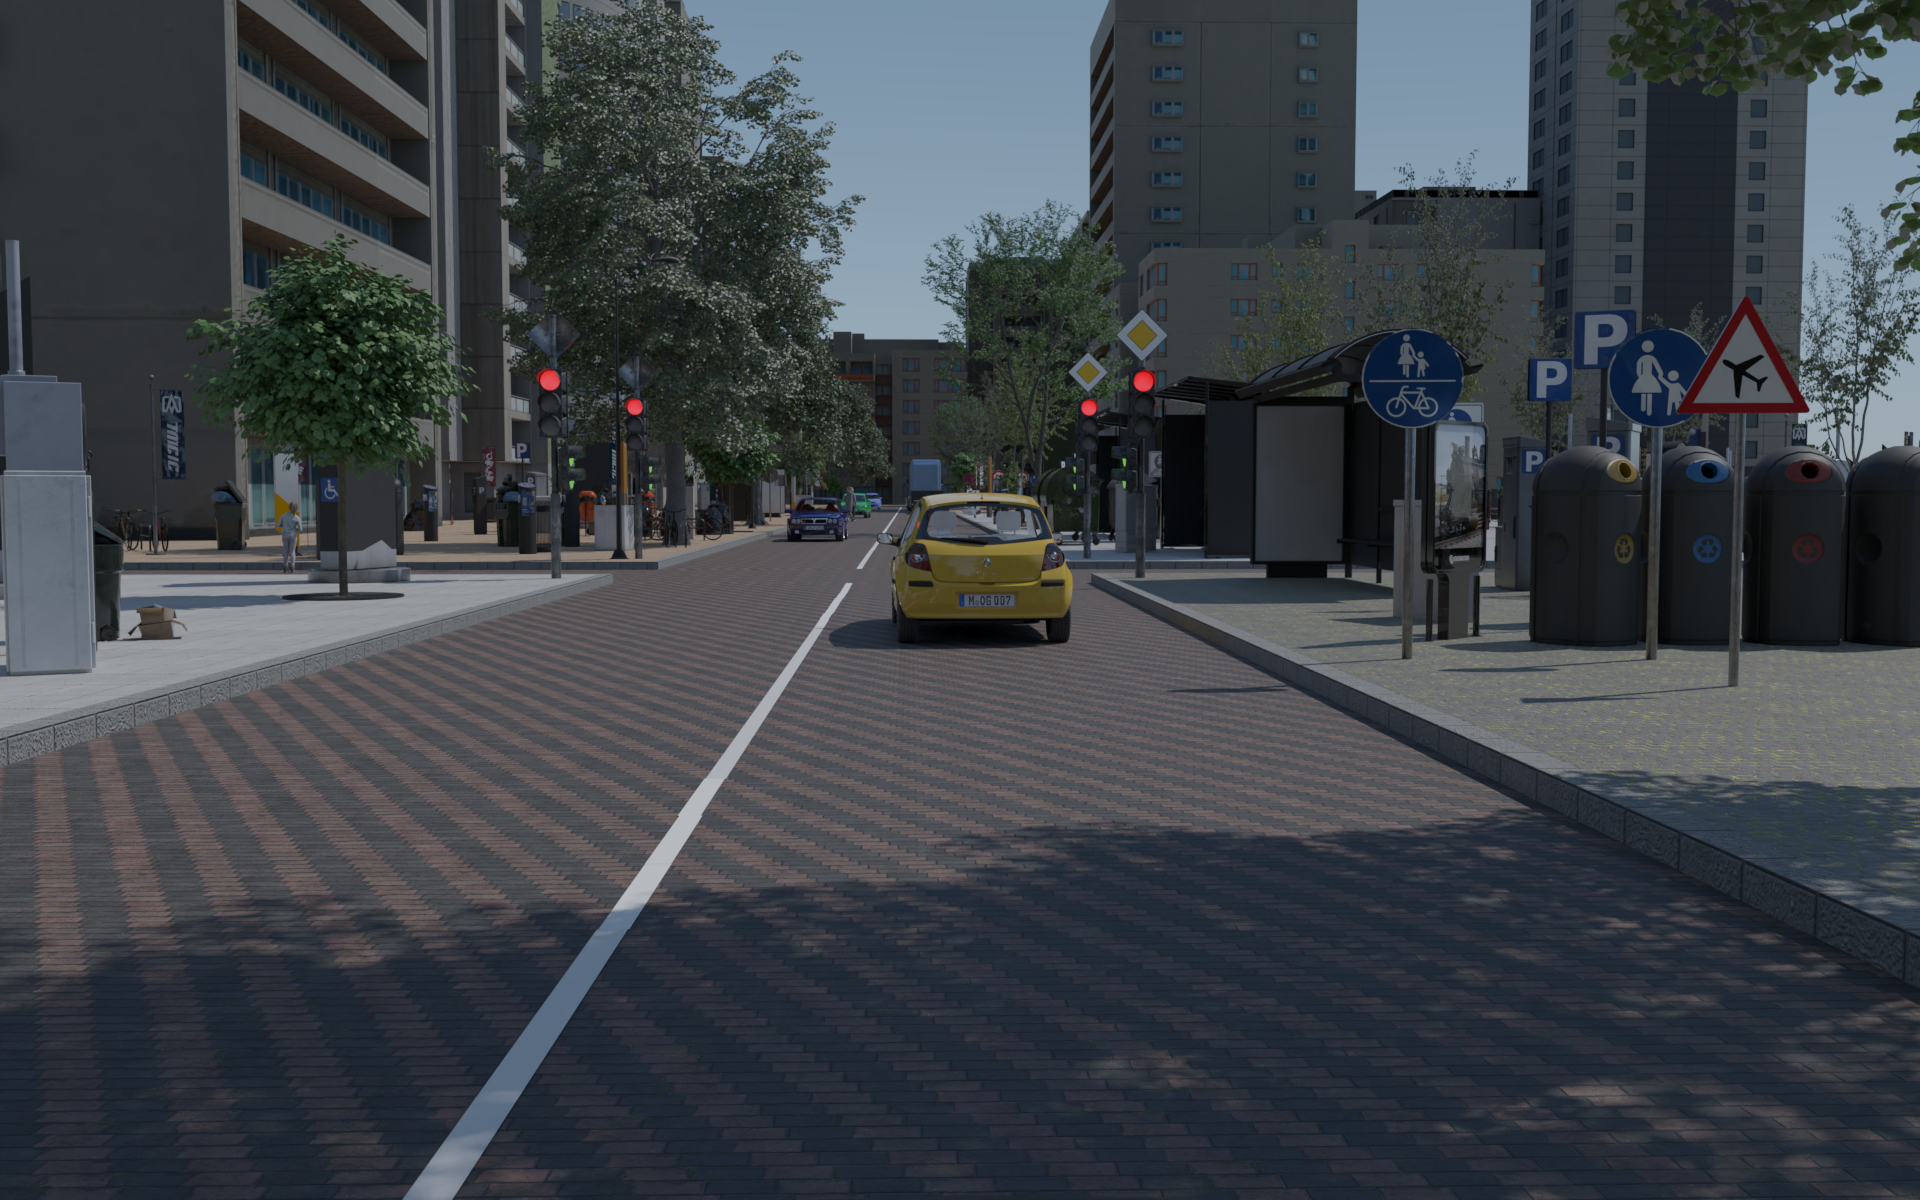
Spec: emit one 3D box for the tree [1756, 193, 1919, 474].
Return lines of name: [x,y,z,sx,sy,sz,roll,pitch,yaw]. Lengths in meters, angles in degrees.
tree: [22.007,-5.658,42.868,4.360,8.622,3.978,0,3,0]

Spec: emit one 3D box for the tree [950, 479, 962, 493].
tree: [-0.221,-11.749,186.691,1.663,3.219,1.824,0,3,0]

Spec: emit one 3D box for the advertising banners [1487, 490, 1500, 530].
advertising banners: [18.846,-4.044,62.300,2.074,3.025,0.090,2,4,25]

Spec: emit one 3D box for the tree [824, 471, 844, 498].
tree: [-11.406,-9.735,153.774,1.663,3.219,1.824,0,3,0]

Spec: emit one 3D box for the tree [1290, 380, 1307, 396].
tree: [19.342,-9.195,100.705,4.360,8.622,3.978,0,3,0]

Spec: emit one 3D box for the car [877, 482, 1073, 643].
car: [0.141,-0.484,18.141,2.015,1.641,3.980,0,4,-3]

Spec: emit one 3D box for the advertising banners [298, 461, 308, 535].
advertising banners: [-15.034,-2.746,41.088,2.074,3.025,0.090,1,4,12]

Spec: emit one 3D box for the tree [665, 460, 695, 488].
tree: [-13.860,-5.554,85.412,1.663,3.219,1.824,0,3,0]

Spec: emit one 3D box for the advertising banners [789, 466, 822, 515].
advertising banners: [-9.540,-6.770,106.871,2.074,3.025,0.090,0,4,-6]

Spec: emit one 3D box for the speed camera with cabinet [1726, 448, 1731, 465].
speed camera with cabinet: [35.548,-5.233,79.895,0.660,3.252,2.038,3,5,44]

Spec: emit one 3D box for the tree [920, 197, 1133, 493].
tree: [2.679,-8.351,62.294,9.928,11.665,9.643,0,3,0]

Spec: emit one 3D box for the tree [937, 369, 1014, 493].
tree: [1.625,-9.268,101.900,4.360,8.622,3.978,0,3,0]

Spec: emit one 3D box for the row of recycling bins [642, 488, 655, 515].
row of recycling bins: [-19.317,-6.041,105.891,1.069,1.692,3.534,0,4,6]

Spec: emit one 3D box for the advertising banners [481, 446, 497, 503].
advertising banners: [-16.562,-4.137,63.820,2.074,3.025,0.090,-1,4,-11]

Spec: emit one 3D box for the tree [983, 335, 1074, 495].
tree: [2.881,-7.870,79.035,4.737,8.622,4.395,0,3,0]

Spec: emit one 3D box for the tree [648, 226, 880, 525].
tree: [-8.612,-9.475,71.924,9.611,12.733,9.660,0,3,0]

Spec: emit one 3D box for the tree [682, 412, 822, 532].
tree: [-7.773,-4.579,58.583,4.285,4.588,4.351,0,3,0]

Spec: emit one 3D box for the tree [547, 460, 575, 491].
tree: [-18.369,-5.203,79.669,1.663,3.219,1.824,0,3,0]

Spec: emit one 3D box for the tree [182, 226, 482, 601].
tree: [-7.556,-2.300,21.320,4.285,4.588,4.351,0,3,0]

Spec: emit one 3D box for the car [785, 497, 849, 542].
car: [-4.380,-2.503,53.503,1.945,1.354,3.894,0,4,-1]

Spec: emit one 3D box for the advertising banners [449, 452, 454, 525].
advertising banners: [-21.189,-4.643,72.093,0.090,3.025,2.074,-1,4,-13]

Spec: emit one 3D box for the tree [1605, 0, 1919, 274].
tree: [4.497,-5.338,5.407,7.486,12.596,7.792,0,3,0]

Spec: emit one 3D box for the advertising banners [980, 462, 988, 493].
advertising banners: [1.636,-6.078,95.566,0.090,3.025,2.074,3,4,37]

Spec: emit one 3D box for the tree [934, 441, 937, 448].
tree: [0.023,-12.689,157.830,4.360,8.622,3.978,0,3,0]

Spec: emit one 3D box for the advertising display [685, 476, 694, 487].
advertising display: [-10.055,-3.496,62.376,0.974,1.923,0.123,-2,4,-31]

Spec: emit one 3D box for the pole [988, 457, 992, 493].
pole: [1.633,-6.153,94.443,0.158,3.312,0.155,0,3,0]

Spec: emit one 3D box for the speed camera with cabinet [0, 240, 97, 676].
speed camera with cabinet: [-6.907,-1.147,13.084,0.660,3.252,2.038,-2,4,-28]

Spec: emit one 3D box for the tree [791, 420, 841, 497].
tree: [-10.304,-10.563,123.072,4.737,8.622,4.395,0,3,0]

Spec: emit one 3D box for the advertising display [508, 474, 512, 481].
advertising display: [-14.359,-3.066,55.340,0.123,1.923,0.974,-1,4,-15]

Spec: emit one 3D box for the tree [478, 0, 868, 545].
tree: [-7.165,-8.352,43.210,9.857,13.997,8.962,0,3,0]

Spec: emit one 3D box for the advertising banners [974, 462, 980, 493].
advertising banners: [0.833,-5.889,92.480,0.090,3.025,2.074,0,4,4]

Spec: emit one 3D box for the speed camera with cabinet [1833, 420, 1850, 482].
speed camera with cabinet: [23.857,-3.177,46.278,2.038,3.252,0.660,-1,4,-16]

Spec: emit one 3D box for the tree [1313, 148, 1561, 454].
tree: [10.184,-5.337,37.622,4.360,8.622,3.978,0,3,0]

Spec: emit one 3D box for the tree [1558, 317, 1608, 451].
tree: [22.601,-7.131,66.952,4.360,8.622,3.978,0,3,0]

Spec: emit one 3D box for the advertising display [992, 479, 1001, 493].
advertising display: [1.549,-4.153,73.119,0.123,1.923,0.974,-1,4,-15]

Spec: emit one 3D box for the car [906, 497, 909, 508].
car: [-4.683,-10.295,180.677,2.083,1.381,4.827,0,4,-3]

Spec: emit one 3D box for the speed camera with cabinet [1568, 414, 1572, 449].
speed camera with cabinet: [14.967,-2.921,42.099,0.660,3.252,2.038,1,4,22]

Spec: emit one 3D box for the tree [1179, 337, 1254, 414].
tree: [12.311,-7.960,80.502,4.360,8.622,3.978,0,3,0]

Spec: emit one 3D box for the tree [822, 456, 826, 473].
tree: [-9.525,-7.249,102.229,4.285,4.588,4.351,0,3,0]

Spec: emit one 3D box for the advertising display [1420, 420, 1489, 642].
advertising display: [4.375,-0.618,15.321,0.123,1.923,0.974,3,5,44]

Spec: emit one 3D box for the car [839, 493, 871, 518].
car: [-6.306,-5.809,103.766,1.959,1.807,4.718,0,3,0]

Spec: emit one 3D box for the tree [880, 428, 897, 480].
tree: [-11.080,-15.587,171.848,9.611,12.733,9.660,0,3,0]

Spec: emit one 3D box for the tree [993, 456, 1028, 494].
tree: [2.738,-5.778,89.068,1.663,3.219,1.824,0,3,0]

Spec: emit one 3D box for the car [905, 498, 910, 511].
car: [-3.705,-8.502,150.802,2.131,1.459,4.920,0,4,-2]

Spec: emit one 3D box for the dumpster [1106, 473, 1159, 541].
dumpster: [4.675,-2.508,46.758,1.264,1.857,1.865,0,4,-2]

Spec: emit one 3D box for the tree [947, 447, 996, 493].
tree: [0.829,-8.136,116.737,4.285,4.588,4.351,0,3,0]

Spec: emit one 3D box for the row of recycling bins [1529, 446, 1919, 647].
row of recycling bins: [6.717,-0.478,14.934,3.534,1.692,1.069,0,4,1]

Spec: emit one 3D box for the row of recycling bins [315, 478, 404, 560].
row of recycling bins: [-12.173,-1.711,35.090,1.069,1.692,3.534,0,4,-1]

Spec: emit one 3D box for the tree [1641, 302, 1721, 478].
tree: [28.105,-7.166,67.534,4.360,8.622,3.978,0,3,0]

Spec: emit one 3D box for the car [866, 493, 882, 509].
car: [-8.388,-9.482,164.615,1.945,1.707,3.694,0,3,0]

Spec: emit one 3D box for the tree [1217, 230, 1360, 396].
tree: [9.360,-6.036,49.051,4.737,8.622,4.395,0,3,0]

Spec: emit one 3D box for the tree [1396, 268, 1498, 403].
tree: [15.171,-6.444,55.715,4.737,8.622,4.395,0,3,0]

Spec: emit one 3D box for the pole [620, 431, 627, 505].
pole: [-10.810,-3.782,55.675,0.158,3.312,0.155,0,3,0]

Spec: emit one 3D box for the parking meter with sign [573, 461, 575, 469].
parking meter with sign: [-20.372,-5.715,89.696,0.543,3.016,1.738,0,4,4]
